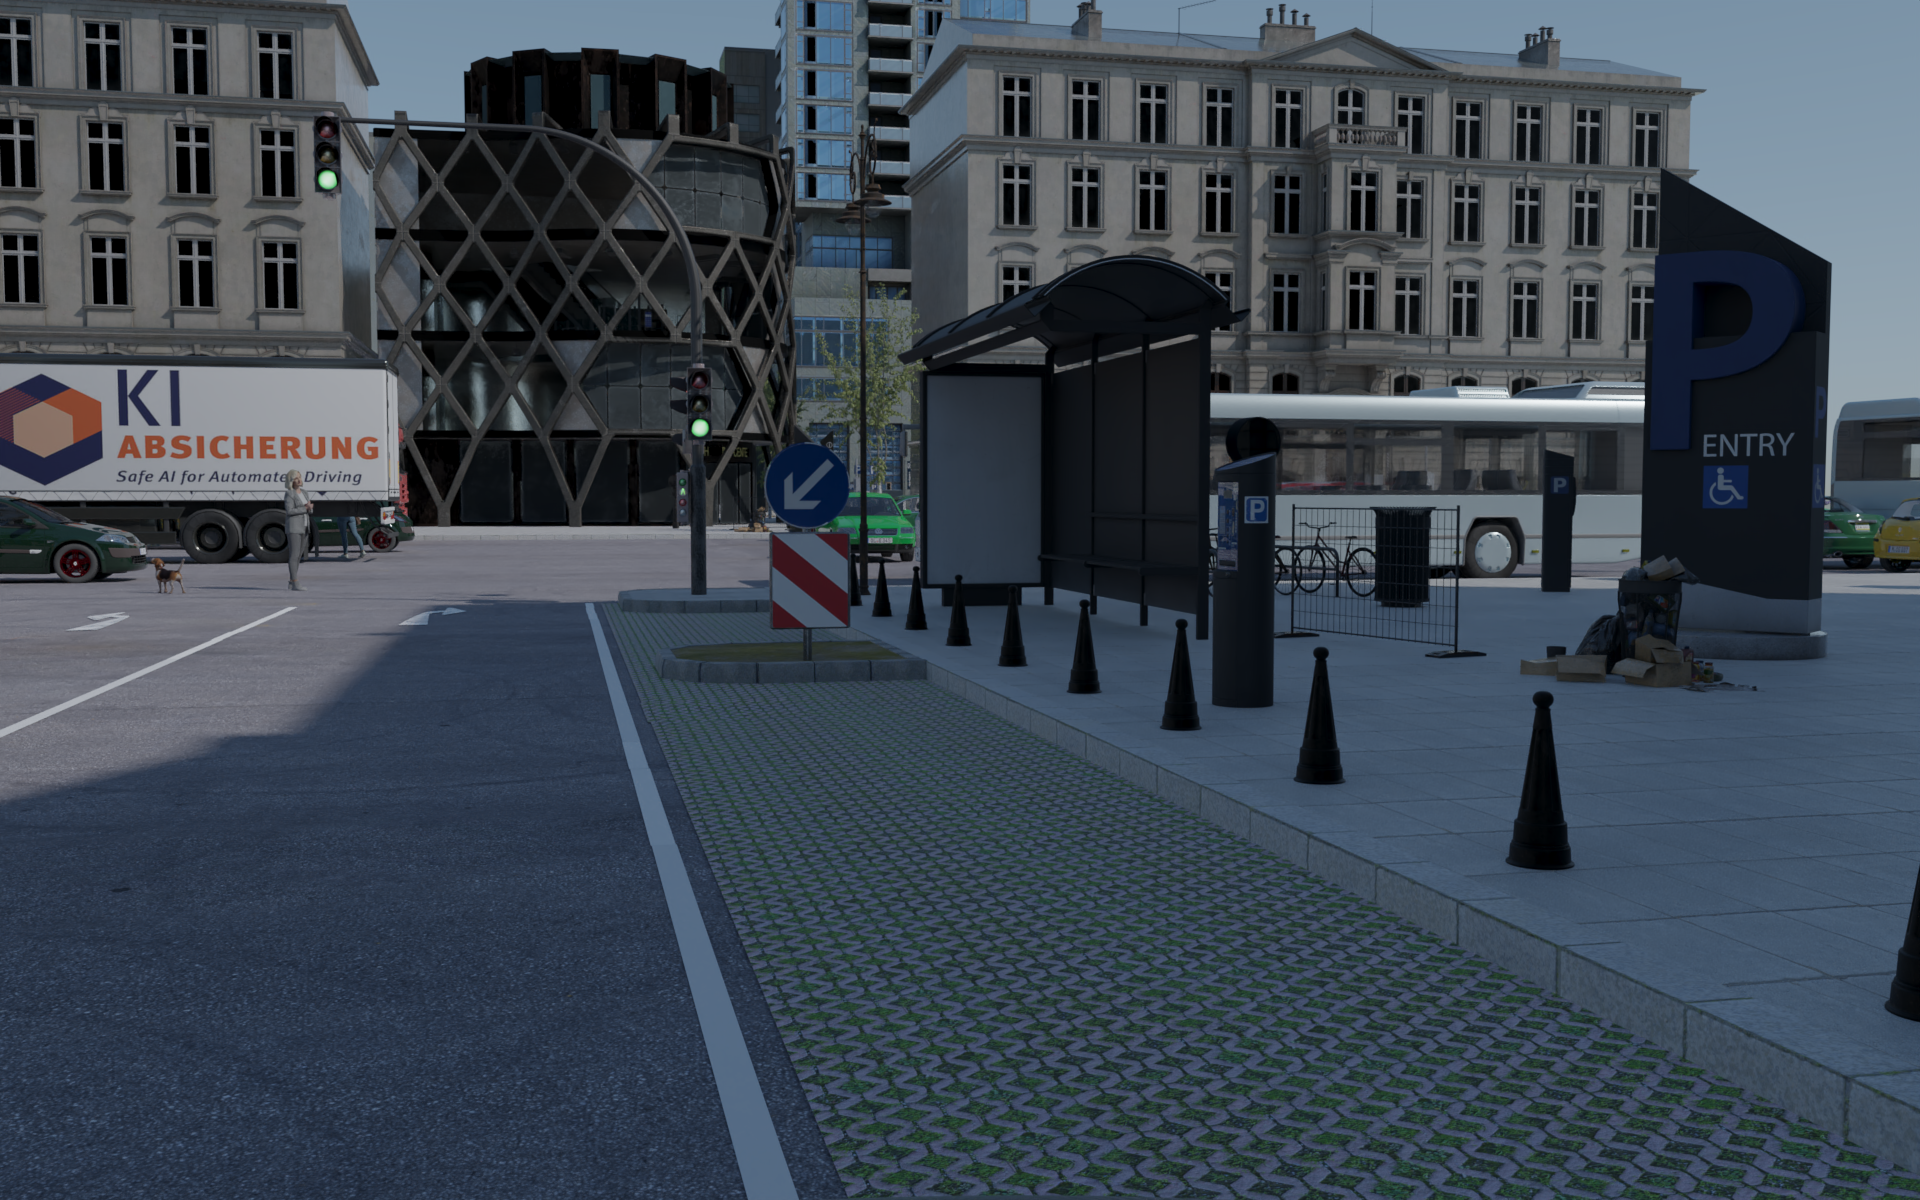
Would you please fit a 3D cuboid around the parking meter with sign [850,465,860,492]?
[{"bbox_3d":[-6.282,-6.487,102.324,0.543,3.016,1.738,1,4,18],"label":"parking meter with sign"}]

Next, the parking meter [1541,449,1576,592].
[{"bbox_3d":[7.859,-1.041,22.729,0.399,1.863,0.255,1,4,13],"label":"parking meter"}]

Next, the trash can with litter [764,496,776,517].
[{"bbox_3d":[-10.936,-5.184,95.820,1.678,1.210,2.233,2,4,23],"label":"trash can with litter"}]

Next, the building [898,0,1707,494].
[{"bbox_3d":[15.580,-15.970,80.201,34.723,24.649,14.460,-1,4,-13],"label":"building"}]

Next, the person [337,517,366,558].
[{"bbox_3d":[-13.688,-1.823,38.894,0.643,1.750,0.593,2,4,33],"label":"person"}]

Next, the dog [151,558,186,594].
[{"bbox_3d":[-11.434,-0.350,25.013,0.540,0.507,0.406,-1,4,-11],"label":"dog"}]

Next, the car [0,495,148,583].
[{"bbox_3d":[-15.563,-1.127,28.205,4.222,1.686,2.009,-1,4,-15],"label":"car"}]

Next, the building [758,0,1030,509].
[{"bbox_3d":[-6.561,-50.652,140.824,22.319,86.520,31.000,-1,4,-13],"label":"building"}]

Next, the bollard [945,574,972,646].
[{"bbox_3d":[-0.011,0.084,14.669,0.229,0.601,0.229,0,3,0],"label":"bollard"}]

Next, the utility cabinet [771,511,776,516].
[{"bbox_3d":[-10.444,-5.541,99.277,0.318,1.500,1.173,3,5,41],"label":"utility cabinet"}]

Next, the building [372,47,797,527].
[{"bbox_3d":[-15.619,-12.651,74.300,16.811,18.784,16.820,-1,4,-13],"label":"building"}]

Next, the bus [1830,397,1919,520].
[{"bbox_3d":[24.364,-2.477,35.357,13.247,3.499,2.948,-1,4,-13],"label":"bus"}]

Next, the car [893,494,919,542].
[{"bbox_3d":[-1.327,-2.117,46.403,4.920,1.459,2.131,-1,4,-14],"label":"car"}]

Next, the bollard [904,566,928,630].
[{"bbox_3d":[-0.414,-0.022,16.404,0.229,0.601,0.229,0,3,0],"label":"bollard"}]

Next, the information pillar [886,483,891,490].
[{"bbox_3d":[-4.540,-6.480,110.431,0.304,2.012,0.304,0,4,2],"label":"information pillar"}]

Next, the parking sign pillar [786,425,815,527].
[{"bbox_3d":[-6.019,-4.802,66.984,1.447,3.967,1.447,3,5,43],"label":"parking sign pillar"}]

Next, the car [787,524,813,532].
[{"bbox_3d":[-3.200,-2.652,53.143,4.222,1.686,2.009,-1,4,-13],"label":"car"}]

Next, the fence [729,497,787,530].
[{"bbox_3d":[-7.113,-3.103,61.936,2.264,1.192,0.480,1,4,14],"label":"fence"}]

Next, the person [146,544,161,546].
[{"bbox_3d":[-22.151,-2.378,47.501,0.434,1.807,0.598,3,4,36],"label":"person"}]

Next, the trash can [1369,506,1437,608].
[{"bbox_3d":[5.044,-0.496,19.758,0.748,1.137,0.748,0,3,0],"label":"trash can"}]

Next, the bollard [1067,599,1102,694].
[{"bbox_3d":[0.804,0.296,11.201,0.229,0.601,0.229,0,3,0],"label":"bollard"}]

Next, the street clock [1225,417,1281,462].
[{"bbox_3d":[2.758,-0.719,16.334,0.471,2.002,0.358,-1,4,-19],"label":"street clock"}]

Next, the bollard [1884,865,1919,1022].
[{"bbox_3d":[2.413,0.721,4.261,0.229,0.601,0.229,0,3,0],"label":"bollard"}]

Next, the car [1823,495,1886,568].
[{"bbox_3d":[16.370,-1.405,34.763,2.131,1.459,4.920,-1,4,-14],"label":"car"}]

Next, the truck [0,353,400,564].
[{"bbox_3d":[-17.595,-2.875,35.913,11.283,4.237,2.839,-1,4,-13],"label":"truck"}]

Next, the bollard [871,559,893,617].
[{"bbox_3d":[-0.818,-0.129,18.154,0.229,0.601,0.229,0,3,0],"label":"bollard"}]

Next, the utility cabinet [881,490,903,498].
[{"bbox_3d":[-3.455,-4.854,88.045,1.173,1.500,0.318,-2,4,-31],"label":"utility cabinet"}]

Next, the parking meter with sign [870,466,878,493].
[{"bbox_3d":[-5.245,-6.753,106.678,0.543,3.016,1.738,0,4,0],"label":"parking meter with sign"}]

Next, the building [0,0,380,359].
[{"bbox_3d":[-41.115,-15.142,66.652,34.723,24.649,14.460,-1,4,-13],"label":"building"}]

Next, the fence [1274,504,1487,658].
[{"bbox_3d":[3.451,-0.207,14.587,0.480,1.192,2.264,-2,4,-26],"label":"fence"}]

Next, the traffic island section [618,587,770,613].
[{"bbox_3d":[-3.322,0.009,22.128,2.009,0.180,2.903,-1,4,-13],"label":"traffic island section"}]

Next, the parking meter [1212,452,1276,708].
[{"bbox_3d":[1.723,-0.129,10.514,0.372,1.533,0.369,0,3,0],"label":"parking meter"}]

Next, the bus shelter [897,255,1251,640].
[{"bbox_3d":[0.887,-1.435,17.382,2.014,3.302,5.546,-1,4,-13],"label":"bus shelter"}]

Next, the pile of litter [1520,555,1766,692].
[{"bbox_3d":[4.625,0.124,11.935,1.176,0.858,1.719,-1,4,-16],"label":"pile of litter"}]

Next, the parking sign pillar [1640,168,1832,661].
[{"bbox_3d":[6.230,-1.557,13.936,1.447,3.967,1.447,3,5,40],"label":"parking sign pillar"}]

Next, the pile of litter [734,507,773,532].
[{"bbox_3d":[-6.949,-2.721,58.459,1.176,0.858,1.719,-2,4,-28],"label":"pile of litter"}]

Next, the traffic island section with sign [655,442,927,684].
[{"bbox_3d":[-1.437,-0.328,13.983,1.989,1.847,2.006,-1,4,-13],"label":"traffic island section with sign"}]

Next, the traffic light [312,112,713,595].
[{"bbox_3d":[-5.381,-2.858,21.392,4.771,5.953,1.251,-1,4,-13],"label":"traffic light"}]

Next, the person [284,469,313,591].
[{"bbox_3d":[-9.844,-1.053,25.893,0.526,1.800,0.537,2,4,24],"label":"person"}]

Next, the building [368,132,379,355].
[{"bbox_3d":[-86.493,-36.986,224.327,30.456,49.044,23.786,-1,4,-13],"label":"building"}]

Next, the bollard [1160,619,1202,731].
[{"bbox_3d":[1.209,0.402,9.467,0.229,0.601,0.229,0,3,0],"label":"bollard"}]

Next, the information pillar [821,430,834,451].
[{"bbox_3d":[-4.816,-4.384,63.025,0.504,3.616,0.183,0,3,0],"label":"information pillar"}]

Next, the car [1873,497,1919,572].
[{"bbox_3d":[18.771,-1.300,31.471,3.980,1.641,2.015,-1,4,-11],"label":"car"}]

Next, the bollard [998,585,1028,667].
[{"bbox_3d":[0.395,0.190,12.935,0.229,0.601,0.229,0,3,0],"label":"bollard"}]

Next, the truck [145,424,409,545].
[{"bbox_3d":[-21.172,-3.729,49.880,11.283,4.237,2.839,-1,4,-11],"label":"truck"}]

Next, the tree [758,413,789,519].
[{"bbox_3d":[-9.736,-8.548,90.124,4.737,8.622,4.395,0,3,0],"label":"tree"}]

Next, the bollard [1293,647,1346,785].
[{"bbox_3d":[1.608,0.508,7.731,0.229,0.601,0.229,0,3,0],"label":"bollard"}]

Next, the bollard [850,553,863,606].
[{"bbox_3d":[-1.227,-0.235,19.887,0.229,0.601,0.229,0,3,0],"label":"bollard"}]

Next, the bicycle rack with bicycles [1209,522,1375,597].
[{"bbox_3d":[3.580,-0.537,22.156,2.852,0.926,2.925,-2,4,-24],"label":"bicycle rack with bicycles"}]

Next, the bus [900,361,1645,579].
[{"bbox_3d":[5.120,-2.018,27.861,13.247,3.499,2.948,-1,4,-15],"label":"bus"}]

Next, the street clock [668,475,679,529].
[{"bbox_3d":[-10.563,-3.654,64.321,0.471,2.002,0.358,1,4,15],"label":"street clock"}]

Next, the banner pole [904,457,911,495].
[{"bbox_3d":[-3.455,-7.668,115.386,0.863,3.779,0.401,-1,4,-16],"label":"banner pole"}]

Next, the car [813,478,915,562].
[{"bbox_3d":[-2.142,-1.786,38.003,1.959,1.807,4.718,-1,4,-12],"label":"car"}]

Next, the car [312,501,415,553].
[{"bbox_3d":[-15.635,-2.009,42.639,4.222,1.686,2.009,-1,4,-14],"label":"car"}]

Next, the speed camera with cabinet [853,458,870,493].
[{"bbox_3d":[-5.422,-6.196,95.634,0.660,3.252,2.038,-1,4,-13],"label":"speed camera with cabinet"}]

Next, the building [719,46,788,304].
[{"bbox_3d":[-15.672,-29.358,163.594,14.154,41.232,14.086,-1,4,-13],"label":"building"}]

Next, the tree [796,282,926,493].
[{"bbox_3d":[-2.988,-6.671,59.428,4.737,8.622,4.395,0,3,0],"label":"tree"}]

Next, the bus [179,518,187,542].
[{"bbox_3d":[-23.030,-3.259,44.835,12.252,3.916,2.896,-1,4,-13],"label":"bus"}]

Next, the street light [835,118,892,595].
[{"bbox_3d":[-1.222,-3.000,21.837,0.468,5.910,1.993,-1,4,-13],"label":"street light"}]

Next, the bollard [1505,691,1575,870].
[{"bbox_3d":[2.014,0.614,5.997,0.229,0.601,0.229,0,3,0],"label":"bollard"}]
